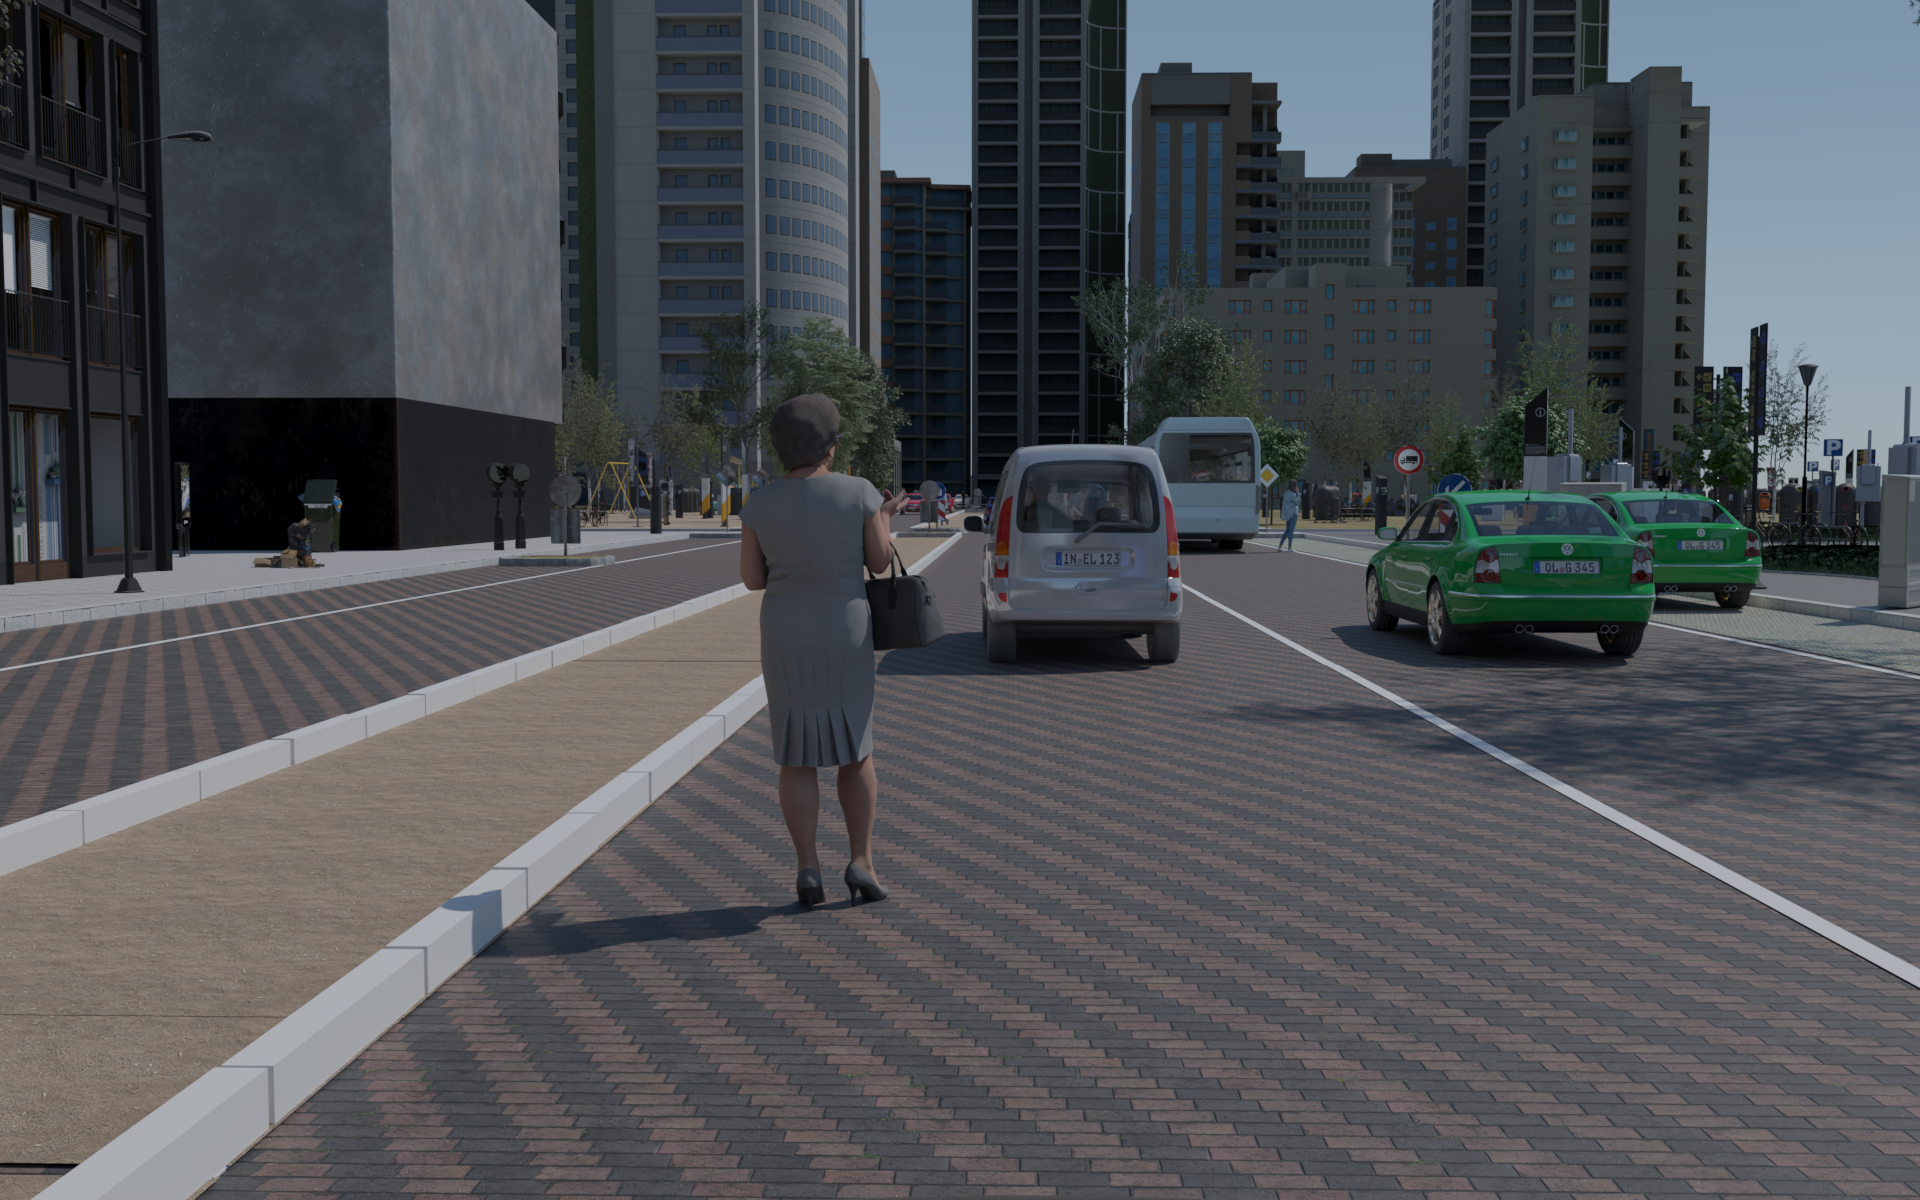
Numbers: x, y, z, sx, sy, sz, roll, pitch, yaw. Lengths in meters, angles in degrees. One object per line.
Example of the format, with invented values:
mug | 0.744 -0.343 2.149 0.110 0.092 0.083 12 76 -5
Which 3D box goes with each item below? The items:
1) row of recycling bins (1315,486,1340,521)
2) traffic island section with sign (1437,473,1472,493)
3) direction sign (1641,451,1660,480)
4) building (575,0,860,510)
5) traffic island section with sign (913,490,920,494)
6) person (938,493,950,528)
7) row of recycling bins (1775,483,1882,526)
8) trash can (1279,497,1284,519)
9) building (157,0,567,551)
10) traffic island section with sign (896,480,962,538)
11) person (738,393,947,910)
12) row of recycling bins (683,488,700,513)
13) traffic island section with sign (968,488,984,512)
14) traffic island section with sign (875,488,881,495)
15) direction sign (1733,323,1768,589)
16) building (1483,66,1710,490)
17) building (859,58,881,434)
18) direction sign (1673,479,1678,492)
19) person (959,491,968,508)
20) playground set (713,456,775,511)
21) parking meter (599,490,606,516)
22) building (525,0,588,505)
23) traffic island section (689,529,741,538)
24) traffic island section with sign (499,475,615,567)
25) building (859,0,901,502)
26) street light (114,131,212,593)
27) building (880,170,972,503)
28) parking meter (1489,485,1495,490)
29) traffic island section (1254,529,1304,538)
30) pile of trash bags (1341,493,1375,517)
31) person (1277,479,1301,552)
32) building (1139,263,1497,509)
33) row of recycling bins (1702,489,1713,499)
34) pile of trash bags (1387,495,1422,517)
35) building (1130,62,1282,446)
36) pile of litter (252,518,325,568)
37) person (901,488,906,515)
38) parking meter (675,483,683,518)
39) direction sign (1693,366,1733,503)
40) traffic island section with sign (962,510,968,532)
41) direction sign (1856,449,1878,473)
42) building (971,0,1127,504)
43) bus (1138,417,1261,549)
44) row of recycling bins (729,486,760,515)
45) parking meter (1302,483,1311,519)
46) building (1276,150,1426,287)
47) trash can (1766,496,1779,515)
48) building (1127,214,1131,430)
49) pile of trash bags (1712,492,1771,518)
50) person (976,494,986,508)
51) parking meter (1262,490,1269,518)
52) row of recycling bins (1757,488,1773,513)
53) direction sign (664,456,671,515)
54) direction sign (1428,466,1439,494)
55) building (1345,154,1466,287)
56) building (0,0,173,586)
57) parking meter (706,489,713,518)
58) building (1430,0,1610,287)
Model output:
row of recycling bins | 18.165 -4.786 85.356 1.069 1.692 3.534 1 4 19
traffic island section with sign | 9.449 -1.561 34.158 1.989 1.847 2.006 0 4 2
direction sign | 36.317 -6.063 91.127 0.876 3.537 0.379 1 4 20
building | -20.642 -37.444 154.215 21.231 58.520 28.212 0 4 2
traffic island section with sign | -4.177 -9.705 167.302 1.989 1.847 2.006 0 4 2
person | -0.712 -3.866 71.976 0.793 1.790 0.793 2 4 28
row of recycling bins | 32.462 -3.512 64.539 3.534 1.692 1.069 1 4 16
trash can | 16.017 -4.485 84.985 0.748 1.137 0.748 0 3 0
building | -20.773 -10.992 47.166 16.811 18.784 16.820 0 4 2
traffic island section with sign | -1.057 -3.028 57.651 2.006 1.907 1.989 0 4 2
person | -0.402 0.169 6.093 0.716 1.782 0.532 0 4 3
row of recycling bins | -18.809 -6.919 120.231 1.069 1.692 3.534 0 4 7
traffic island section with sign | 1.390 -8.075 140.161 2.006 1.907 1.989 0 4 2
traffic island section with sign | -5.657 -6.669 117.661 1.989 1.847 2.006 0 4 2
direction sign | 10.748 -1.921 23.398 0.379 3.537 0.876 1 4 12
building | 74.305 -35.331 201.363 21.600 48.544 21.300 0 4 2
building | -15.459 -32.143 175.641 14.600 45.320 14.200 0 4 2
direction sign | 44.497 -7.056 107.359 0.876 3.537 0.379 -2 4 -30
person | 0.395 -10.391 178.909 1.217 1.766 0.721 3 5 41
playground set | -16.970 -8.828 131.118 5.637 4.214 5.302 0 4 1
parking meter | -20.538 -5.567 99.428 0.372 1.533 0.369 0 3 0
building | -48.838 -46.881 204.754 20.611 71.187 20.563 0 4 2
traffic island section | -7.762 -2.161 57.616 2.009 0.180 2.903 0 4 2
traffic island section with sign | -8.100 -1.624 35.173 1.989 1.847 2.006 0 4 2
building | -23.104 -54.364 201.521 31.000 86.520 22.319 0 4 2
street light | -10.272 -3.046 22.342 1.470 5.913 1.316 0 4 2
building | -12.638 -35.619 237.000 28.867 44.769 22.147 0 4 2
parking meter | 34.751 -6.567 113.076 0.399 1.863 0.255 2 4 26
traffic island section | 10.121 -2.129 57.082 2.009 0.180 2.903 0 4 2
pile of trash bags | 21.255 -5.220 95.100 3.447 1.369 1.912 -2 4 -27
person | 8.098 -2.071 42.631 0.793 1.790 0.793 3 5 43
building | 31.358 -19.236 159.555 27.650 21.520 28.899 0 4 2
row of recycling bins | 58.290 -7.838 135.264 3.534 1.692 1.069 1 4 23
pile of trash bags | 26.192 -5.463 99.070 3.447 1.369 1.912 0 4 -2
building | 25.261 -32.485 181.232 14.600 45.320 14.200 0 4 2
pile of litter | -11.825 -1.009 30.462 1.176 0.858 1.719 -2 4 -26
person | -3.910 -6.718 118.149 0.447 1.846 0.655 0 4 8
parking meter | -14.941 -5.281 92.055 0.399 1.863 0.255 -2 4 -31
direction sign | 13.436 -2.372 30.779 0.876 3.537 0.379 0 4 -4
traffic island section with sign | -0.828 -3.481 65.055 2.006 1.907 1.989 0 4 2
direction sign | 45.692 -5.836 87.417 0.876 3.537 0.379 1 4 12
building | 12.061 -48.698 234.463 20.611 71.187 20.563 0 4 2
bus | 6.326 -3.260 48.154 2.948 3.499 13.247 0 4 4
row of recycling bins | -13.074 -6.085 106.602 1.069 1.692 3.534 2 4 33
parking meter | 17.546 -5.022 87.813 0.255 1.863 0.399 -3 5 -42
building | 34.945 -31.110 200.531 32.217 40.220 23.993 0 4 2
trash can | 50.472 -5.871 107.646 0.748 1.137 0.748 0 3 0
building | 29.799 -33.535 231.895 14.086 41.232 14.154 0 4 2
pile of trash bags | 42.196 -5.164 94.190 3.447 1.369 1.912 1 4 21
person | 2.095 -10.197 176.006 1.217 1.735 0.721 0 4 6
parking meter | 16.684 -5.265 94.501 0.372 1.533 0.369 0 3 0
row of recycling bins | 55.787 -6.924 120.316 1.069 1.692 3.534 0 4 -2
direction sign | -17.574 -6.861 104.175 0.379 3.537 0.876 -2 4 -32
direction sign | 37.735 -8.929 137.994 0.876 3.537 0.379 2 4 27
building | 58.132 -35.510 230.694 14.200 45.320 14.600 0 4 2
building | -19.559 -11.676 20.579 12.332 23.373 15.834 0 4 2
parking meter | -13.209 -5.078 91.442 0.372 1.533 0.369 0 3 0
building | 75.626 -48.586 232.634 20.611 71.187 20.563 0 4 2
